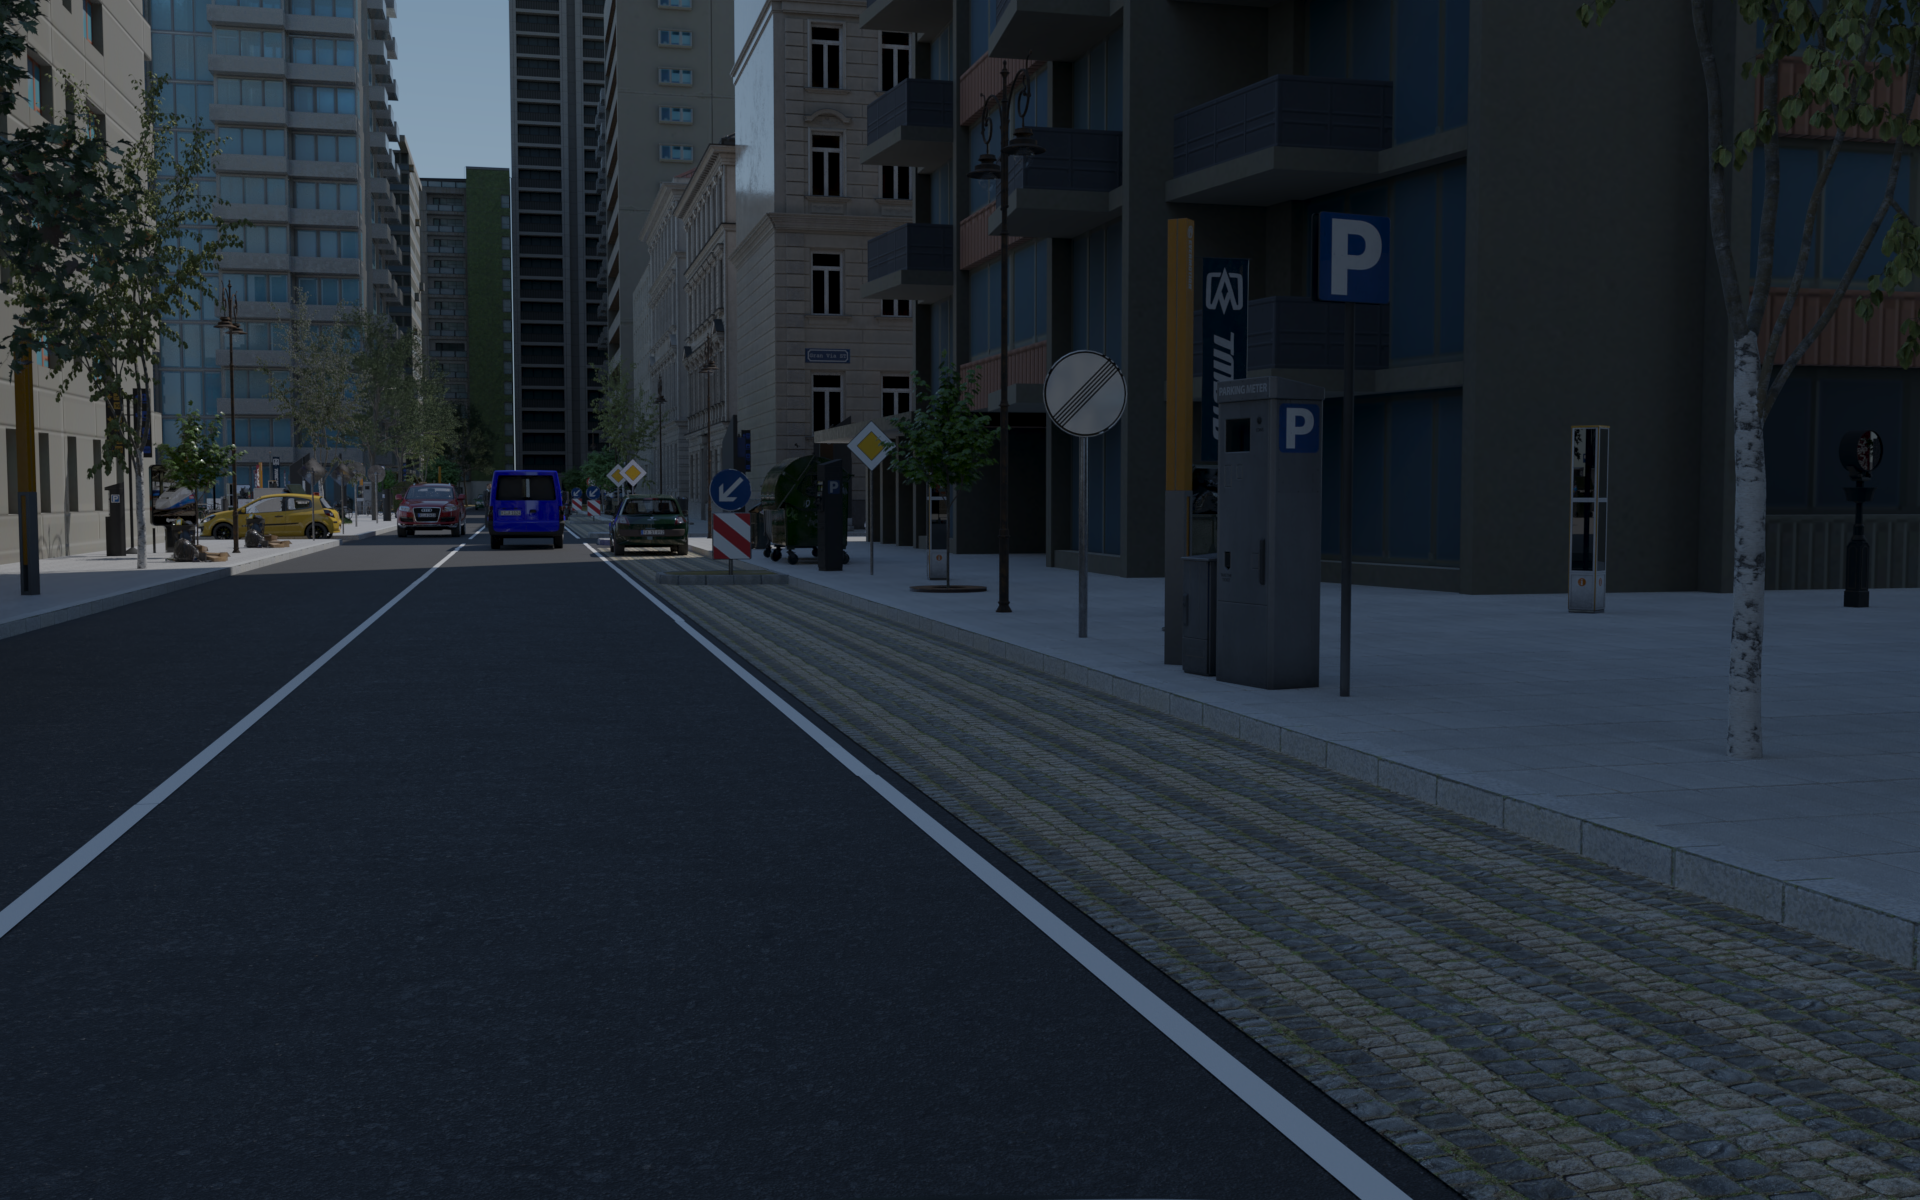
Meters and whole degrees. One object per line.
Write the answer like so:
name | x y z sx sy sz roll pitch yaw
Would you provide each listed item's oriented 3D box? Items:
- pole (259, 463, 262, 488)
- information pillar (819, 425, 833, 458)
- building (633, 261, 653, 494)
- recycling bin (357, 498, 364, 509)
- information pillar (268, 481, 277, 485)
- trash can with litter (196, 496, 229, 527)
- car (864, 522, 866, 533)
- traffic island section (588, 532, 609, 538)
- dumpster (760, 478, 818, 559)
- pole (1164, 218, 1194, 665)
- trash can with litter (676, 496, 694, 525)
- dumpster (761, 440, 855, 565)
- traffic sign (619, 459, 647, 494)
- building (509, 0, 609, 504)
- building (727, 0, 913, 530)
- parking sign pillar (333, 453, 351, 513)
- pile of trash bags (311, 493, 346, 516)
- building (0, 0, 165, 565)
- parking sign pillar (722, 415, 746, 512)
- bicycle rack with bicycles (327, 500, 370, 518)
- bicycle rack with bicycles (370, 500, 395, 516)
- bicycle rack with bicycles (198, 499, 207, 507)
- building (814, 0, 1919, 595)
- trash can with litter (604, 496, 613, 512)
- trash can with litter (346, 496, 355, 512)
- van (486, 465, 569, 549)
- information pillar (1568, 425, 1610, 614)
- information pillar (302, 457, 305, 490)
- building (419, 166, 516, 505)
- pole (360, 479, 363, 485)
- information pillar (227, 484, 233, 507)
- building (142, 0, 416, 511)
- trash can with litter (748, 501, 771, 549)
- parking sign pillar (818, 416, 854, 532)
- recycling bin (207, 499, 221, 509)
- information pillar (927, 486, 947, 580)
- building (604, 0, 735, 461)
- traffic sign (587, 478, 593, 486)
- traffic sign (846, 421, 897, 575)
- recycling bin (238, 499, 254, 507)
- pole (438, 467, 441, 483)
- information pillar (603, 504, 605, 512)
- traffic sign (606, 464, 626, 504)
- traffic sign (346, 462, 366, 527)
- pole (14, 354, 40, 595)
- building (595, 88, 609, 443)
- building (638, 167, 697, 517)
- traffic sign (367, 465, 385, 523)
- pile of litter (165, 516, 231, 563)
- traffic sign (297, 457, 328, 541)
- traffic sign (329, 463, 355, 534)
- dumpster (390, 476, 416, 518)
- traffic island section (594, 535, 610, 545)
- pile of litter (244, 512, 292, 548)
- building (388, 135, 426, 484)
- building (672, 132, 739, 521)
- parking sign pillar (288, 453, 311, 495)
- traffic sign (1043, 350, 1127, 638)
pole | -45.144 -7.217 111.841 0.158 3.312 0.155 0 3 0
information pillar | -4.488 -4.100 58.391 0.504 3.616 0.183 -1 4 -22
building | -17.608 -16.481 124.224 10.420 20.320 16.860 -1 4 -14
recycling bin | -37.740 -5.947 109.791 0.722 1.027 0.722 1 4 17
information pillar | -37.614 -5.524 94.807 0.304 2.012 0.304 1 4 19
trash can with litter | -29.885 -3.452 67.495 1.678 1.210 2.233 2 4 30
car | -0.713 -2.690 56.338 4.827 1.381 2.083 -1 4 -14
traffic island section | -11.282 -2.149 57.413 2.009 0.180 2.903 -1 4 -14
dumpster | -3.217 -1.747 34.323 1.264 1.857 1.865 -1 4 -14
pole | 1.643 -1.170 12.971 0.158 3.312 0.155 0 3 0
trash can with litter | -12.056 -3.765 72.615 2.233 1.210 1.678 -2 4 -31
dumpster | -2.822 -1.813 32.138 1.502 2.255 1.985 -1 4 -14
traffic sign | -9.355 -2.810 49.585 0.795 2.450 0.064 -1 4 -14
building | -47.201 -48.048 223.833 20.611 71.187 20.563 -1 4 -14
building | 3.773 -16.645 69.404 25.104 27.353 12.463 -1 4 -14
parking sign pillar | -41.365 -7.772 115.549 1.447 3.967 1.447 -3 4 -38
pile of trash bags | -35.250 -5.150 93.950 1.912 1.369 3.447 3 5 39
building | -31.642 -11.201 28.172 28.899 21.520 27.650 -1 4 -14
parking sign pillar | -7.777 -4.345 59.509 1.447 3.967 1.447 -2 4 -25
bicycle rack with bicycles | -30.763 -4.313 83.894 2.925 0.926 2.852 1 4 9
bicycle rack with bicycles | -33.799 -5.358 100.980 2.925 0.926 2.852 3 5 44
bicycle rack with bicycles | -51.629 -6.263 115.777 2.852 0.926 2.925 2 4 28
building | 9.849 -23.294 35.475 22.147 44.769 28.867 -1 4 -14
trash can with litter | -21.467 -5.825 106.624 0.624 1.170 1.055 -3 5 -43
trash can with litter | -42.649 -6.746 121.687 1.055 1.170 0.624 -1 4 -22
van | -11.741 -2.605 46.976 2.240 2.365 5.245 -1 4 -13
information pillar | 6.782 -0.868 18.689 0.304 2.012 0.304 3 5 41
information pillar | -41.010 -7.150 108.260 0.183 3.616 0.504 -2 4 -27
building | -63.373 -32.681 217.928 14.086 41.232 14.154 -1 4 -14
pole | -39.927 -7.441 115.501 0.158 3.312 0.155 0 3 0
information pillar | -51.493 -7.198 122.173 0.304 2.012 0.304 2 4 35
building | -56.855 -31.729 138.378 23.786 49.044 30.456 -1 4 -14
trash can with litter | -4.883 -1.774 40.400 1.055 1.170 0.624 1 4 15
parking sign pillar | -4.374 -4.348 59.562 1.447 3.967 1.447 0 4 0
recycling bin | -41.629 -5.163 96.967 0.722 1.027 0.722 2 4 27
information pillar | -0.330 -1.304 25.811 0.304 2.012 0.304 -1 4 -9
building | -19.369 -32.222 150.536 21.300 48.544 21.600 -1 4 -14
traffic sign | -27.012 -7.774 127.204 0.768 2.556 0.104 0 4 -6
traffic sign | -1.397 -1.600 27.340 0.795 2.450 0.064 -1 4 -9
recycling bin | -34.844 -4.423 84.869 0.722 1.027 0.722 1 4 9
pole | -38.560 -8.230 128.404 0.158 3.312 0.155 0 3 0
information pillar | -25.898 -7.472 126.660 0.304 2.012 0.304 -3 4 -37
traffic sign | -11.303 -3.284 57.330 0.795 2.450 0.064 -1 4 -14
traffic sign | -23.703 -4.149 67.939 0.768 2.556 0.104 -1 4 -14
pole | -11.818 -1.717 21.922 0.158 3.312 0.155 0 3 0
building | -28.074 -34.865 189.643 23.786 49.044 30.456 -1 4 -14
building | -13.007 -16.479 105.587 11.583 22.565 21.152 -1 4 -14
traffic sign | -25.438 -4.612 75.516 0.768 2.556 0.104 0 4 -4
pile of litter | -14.609 -1.175 33.171 1.176 0.858 1.719 -1 4 -20
traffic sign | -17.744 -2.683 47.504 0.795 2.450 0.064 -1 4 -14
traffic sign | -19.692 -3.156 55.249 0.795 2.450 0.064 -1 4 -14
dumpster | -29.615 -5.510 92.574 1.502 2.255 1.985 -1 4 -14
traffic island section | -9.334 -1.675 49.668 2.009 0.180 2.903 -1 4 -14
pile of litter | -16.706 -1.698 41.731 1.176 0.858 1.719 0 4 -8
building | -68.252 -29.818 179.403 23.993 40.220 32.217 -1 4 -14
building | -7.953 -13.487 85.140 10.561 19.102 19.286 -1 4 -14
parking sign pillar | -42.800 -7.567 112.199 1.447 3.967 1.447 -3 4 -38
traffic sign | 1.100 -0.936 15.414 0.768 2.556 0.104 -1 4 -10
